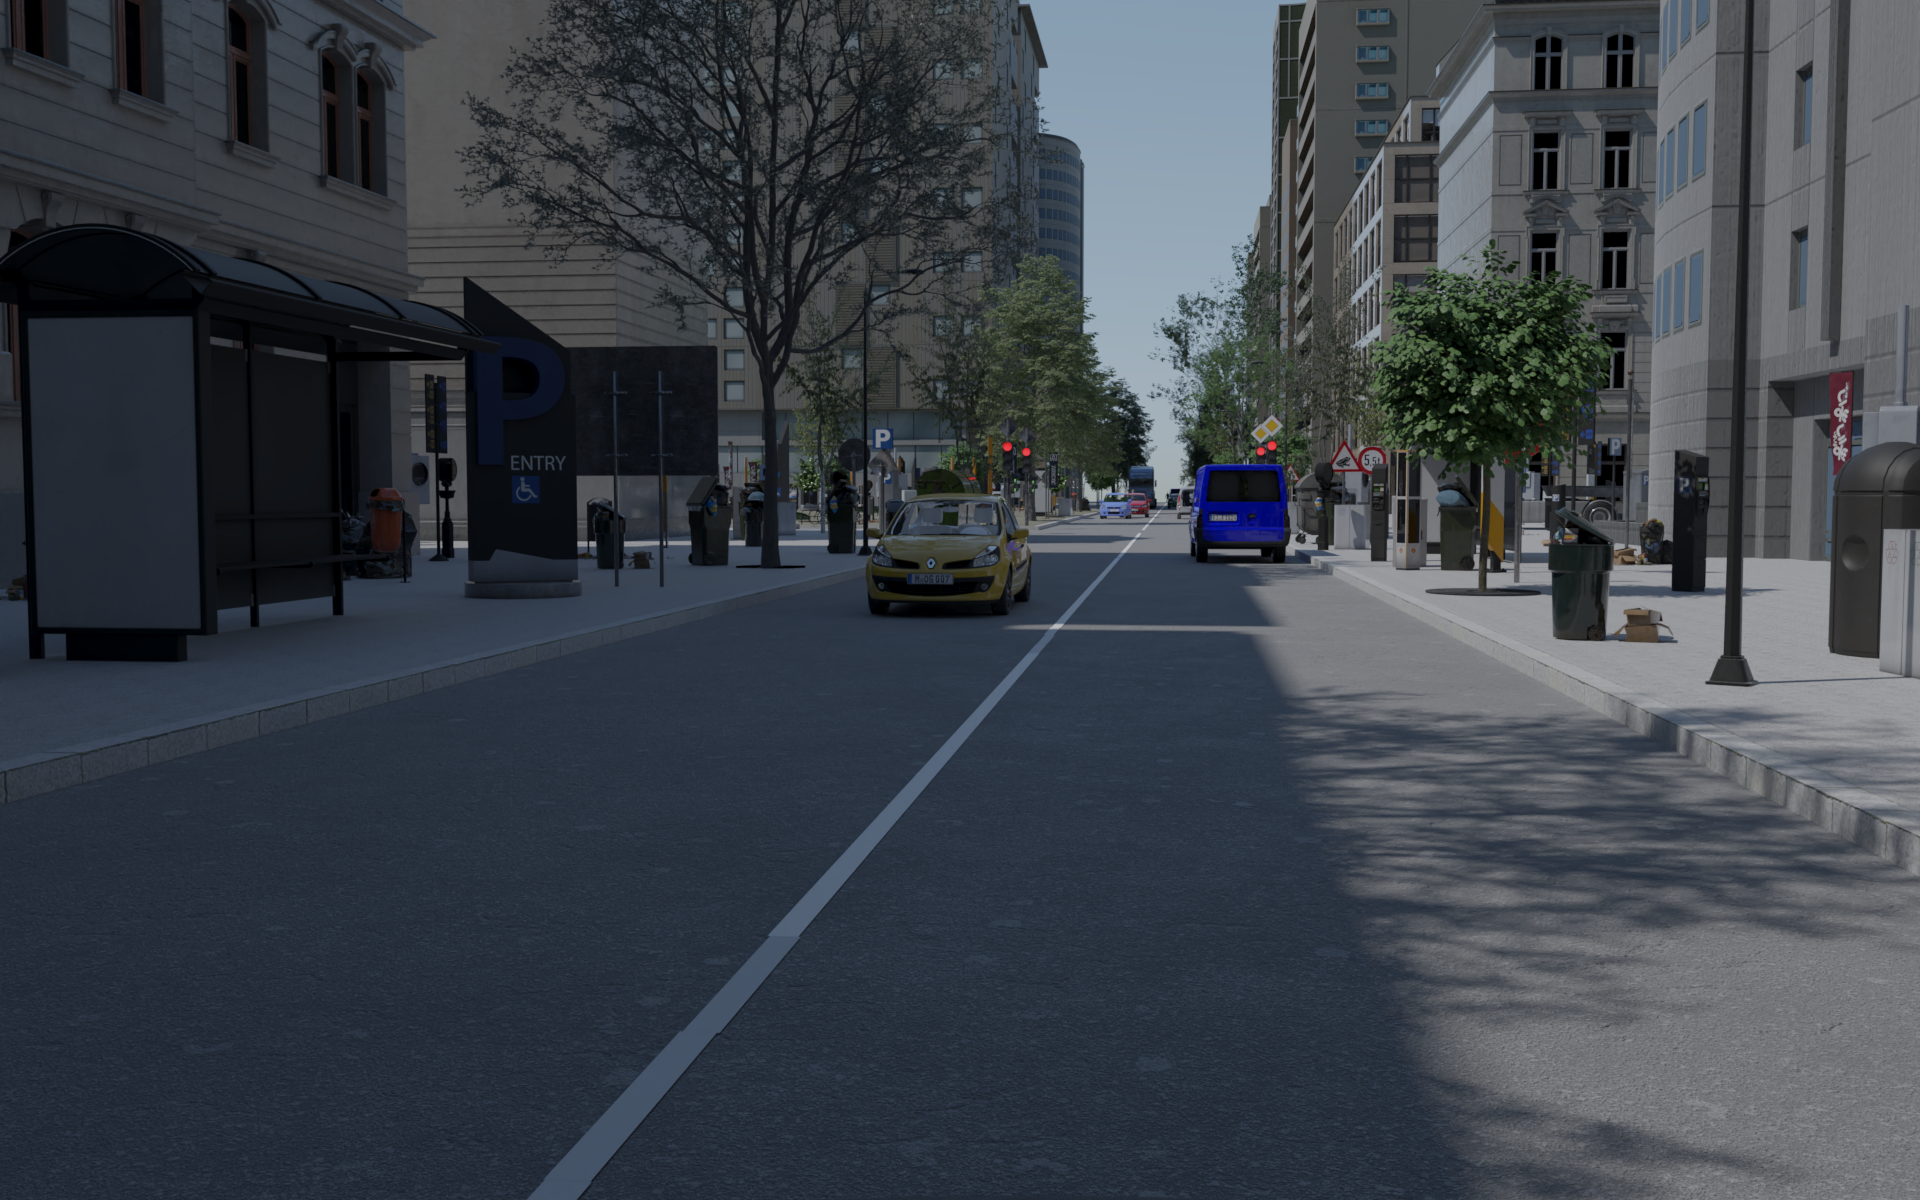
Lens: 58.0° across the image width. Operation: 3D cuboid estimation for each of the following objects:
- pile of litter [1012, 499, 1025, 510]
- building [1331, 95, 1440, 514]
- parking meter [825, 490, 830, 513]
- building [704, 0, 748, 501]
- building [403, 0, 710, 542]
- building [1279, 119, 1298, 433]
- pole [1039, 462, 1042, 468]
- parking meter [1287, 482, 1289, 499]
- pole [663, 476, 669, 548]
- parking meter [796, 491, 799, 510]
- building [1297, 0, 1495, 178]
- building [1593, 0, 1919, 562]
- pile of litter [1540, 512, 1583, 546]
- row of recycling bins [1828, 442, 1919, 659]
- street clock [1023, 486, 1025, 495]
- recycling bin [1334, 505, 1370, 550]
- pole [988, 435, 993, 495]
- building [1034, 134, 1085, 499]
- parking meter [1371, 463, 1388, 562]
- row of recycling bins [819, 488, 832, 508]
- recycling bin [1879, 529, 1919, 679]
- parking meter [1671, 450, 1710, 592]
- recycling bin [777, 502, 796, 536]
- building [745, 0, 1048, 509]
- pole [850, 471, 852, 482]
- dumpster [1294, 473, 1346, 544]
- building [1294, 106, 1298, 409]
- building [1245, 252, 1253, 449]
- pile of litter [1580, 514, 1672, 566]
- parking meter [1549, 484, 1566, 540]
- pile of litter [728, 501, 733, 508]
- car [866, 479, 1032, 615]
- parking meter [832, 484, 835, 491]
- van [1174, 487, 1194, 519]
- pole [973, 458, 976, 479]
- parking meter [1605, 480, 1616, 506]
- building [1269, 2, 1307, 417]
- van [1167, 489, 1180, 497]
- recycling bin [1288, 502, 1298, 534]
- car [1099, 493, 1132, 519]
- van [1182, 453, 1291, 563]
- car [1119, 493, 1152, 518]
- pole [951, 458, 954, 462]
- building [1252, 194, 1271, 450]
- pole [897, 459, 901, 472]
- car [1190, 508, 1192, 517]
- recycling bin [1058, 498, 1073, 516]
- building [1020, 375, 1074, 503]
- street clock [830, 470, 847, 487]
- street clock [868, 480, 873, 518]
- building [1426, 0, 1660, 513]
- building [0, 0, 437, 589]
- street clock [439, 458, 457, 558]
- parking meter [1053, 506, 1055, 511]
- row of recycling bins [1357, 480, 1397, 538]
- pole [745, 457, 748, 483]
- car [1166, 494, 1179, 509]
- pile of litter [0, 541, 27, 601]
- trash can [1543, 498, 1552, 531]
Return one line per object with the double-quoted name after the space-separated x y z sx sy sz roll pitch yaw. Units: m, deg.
4.947 -7.785 141.251 1.719 0.858 1.176 2 4 27 "pile of litter"
38.104 -19.573 124.537 19.350 26.468 34.151 0 4 7 "building"
-8.552 -6.324 111.814 0.372 1.533 0.369 0 3 0 "parking meter"
-8.982 -35.000 161.483 28.713 52.752 27.495 0 4 7 "building"
-17.403 -12.387 51.680 18.267 20.994 9.793 0 4 7 "building"
44.785 -33.746 201.862 14.600 45.320 14.200 0 4 7 "building"
4.963 -6.894 106.566 0.158 3.312 0.155 0 3 0 "pole"
13.219 -3.986 70.888 0.399 1.863 0.255 3 4 37 "parking meter"
-7.014 -2.886 41.025 0.158 3.312 0.155 0 3 0 "pole"
-13.385 -8.302 141.450 0.399 1.863 0.255 -1 4 -20 "parking meter"
41.338 -32.392 153.305 21.300 48.544 21.600 0 4 7 "building"
25.634 -30.081 33.832 21.231 58.520 28.212 0 4 7 "building"
14.782 -1.729 42.240 1.176 0.858 1.719 2 4 23 "pile of litter"
8.753 -0.395 13.570 3.534 1.692 1.069 0 4 5 "row of recycling bins"
5.507 -8.571 144.701 0.358 2.002 0.471 -3 5 -39 "street clock"
9.138 -1.701 40.359 0.722 1.027 0.722 1 4 21 "recycling bin"
1.052 -4.062 60.254 0.158 3.312 0.155 0 3 0 "pole"
8.732 -45.128 279.843 21.231 58.520 28.212 0 4 7 "building"
7.982 -1.666 32.953 0.255 1.863 0.399 2 4 23 "parking meter"
-10.001 -7.420 128.433 1.069 1.692 3.534 -1 4 -8 "row of recycling bins"
7.008 0.022 12.188 0.722 1.027 0.722 0 4 2 "recycling bin"
9.607 -1.043 22.769 0.255 1.863 0.399 -2 4 -29 "parking meter"
-5.594 -2.531 53.930 0.722 1.027 0.722 -3 5 -44 "recycling bin"
-5.628 -36.666 188.722 28.713 52.752 27.495 0 4 7 "building"
-8.217 -8.409 131.333 0.158 3.312 0.155 0 3 0 "pole"
9.349 -2.392 44.865 1.264 1.857 1.865 0 4 7 "dumpster"
46.430 -34.204 178.838 23.786 49.044 30.456 0 4 7 "building"
55.233 -37.229 292.294 14.154 41.232 14.086 0 4 7 "building"
12.393 -1.081 31.645 1.719 0.858 1.176 -1 4 -20 "pile of litter"
15.159 -2.172 43.924 0.372 1.533 0.369 0 3 0 "parking meter"
-14.890 -6.029 112.537 1.719 0.858 1.176 3 5 43 "pile of litter"
-0.082 -0.708 21.804 2.015 1.641 3.980 0 4 8 "car"
-5.407 -4.283 75.736 0.399 1.863 0.255 -1 4 -11 "parking meter"
13.375 -5.693 100.100 2.013 2.044 4.112 0 4 7 "van"
0.808 -6.333 97.385 0.158 3.312 0.155 0 3 0 "pole"
27.539 -4.134 73.303 0.399 1.863 0.255 3 5 43 "parking meter"
53.892 -49.793 252.374 20.563 71.187 20.611 0 4 7 "building"
24.106 -11.479 192.060 2.240 2.365 5.245 0 4 5 "van"
10.420 -2.621 55.399 0.722 1.027 0.722 0 4 2 "recycling bin"
9.046 -5.557 100.455 1.945 1.707 3.694 1 4 9 "car"
6.043 -2.050 37.904 2.240 2.365 5.245 0 4 6 "van"
10.724 -5.956 106.428 2.155 1.783 4.494 0 4 7 "car"
-0.416 -6.307 96.958 0.158 3.312 0.155 0 3 0 "pole"
57.501 -39.764 273.845 21.300 48.544 21.600 0 4 7 "building"
-3.502 -6.466 99.554 0.158 3.312 0.155 0 3 0 "pole"
11.960 -4.320 83.214 1.945 1.354 3.894 1 4 9 "car"
6.055 -5.317 99.491 0.722 1.027 0.722 1 4 13 "recycling bin"
2.042 -24.957 253.079 27.650 21.520 28.899 0 4 7 "building"
-3.690 -2.942 52.673 0.471 2.002 0.358 -2 4 -26 "street clock"
-4.778 -5.226 90.010 0.471 2.002 0.358 -3 4 -36 "street clock"
45.574 -18.641 81.203 44.131 29.872 17.030 0 4 7 "building"
-18.844 -14.544 25.181 14.401 28.519 23.554 0 4 7 "building"
-10.255 -1.839 34.634 0.358 2.002 0.471 1 4 11 "street clock"
7.099 -7.801 133.256 0.399 1.863 0.255 2 4 35 "parking meter"
12.128 -2.724 51.643 1.069 1.692 3.534 0 4 4 "row of recycling bins"
-11.887 -6.266 96.287 0.158 3.312 0.155 0 3 0 "pole"
21.333 -9.683 170.113 2.131 1.459 4.920 1 4 9 "car"
-11.179 -0.451 21.334 1.719 0.858 1.176 0 4 -1 "pile of litter"
20.717 -2.982 60.404 0.748 1.137 0.748 0 3 0 "trash can"
